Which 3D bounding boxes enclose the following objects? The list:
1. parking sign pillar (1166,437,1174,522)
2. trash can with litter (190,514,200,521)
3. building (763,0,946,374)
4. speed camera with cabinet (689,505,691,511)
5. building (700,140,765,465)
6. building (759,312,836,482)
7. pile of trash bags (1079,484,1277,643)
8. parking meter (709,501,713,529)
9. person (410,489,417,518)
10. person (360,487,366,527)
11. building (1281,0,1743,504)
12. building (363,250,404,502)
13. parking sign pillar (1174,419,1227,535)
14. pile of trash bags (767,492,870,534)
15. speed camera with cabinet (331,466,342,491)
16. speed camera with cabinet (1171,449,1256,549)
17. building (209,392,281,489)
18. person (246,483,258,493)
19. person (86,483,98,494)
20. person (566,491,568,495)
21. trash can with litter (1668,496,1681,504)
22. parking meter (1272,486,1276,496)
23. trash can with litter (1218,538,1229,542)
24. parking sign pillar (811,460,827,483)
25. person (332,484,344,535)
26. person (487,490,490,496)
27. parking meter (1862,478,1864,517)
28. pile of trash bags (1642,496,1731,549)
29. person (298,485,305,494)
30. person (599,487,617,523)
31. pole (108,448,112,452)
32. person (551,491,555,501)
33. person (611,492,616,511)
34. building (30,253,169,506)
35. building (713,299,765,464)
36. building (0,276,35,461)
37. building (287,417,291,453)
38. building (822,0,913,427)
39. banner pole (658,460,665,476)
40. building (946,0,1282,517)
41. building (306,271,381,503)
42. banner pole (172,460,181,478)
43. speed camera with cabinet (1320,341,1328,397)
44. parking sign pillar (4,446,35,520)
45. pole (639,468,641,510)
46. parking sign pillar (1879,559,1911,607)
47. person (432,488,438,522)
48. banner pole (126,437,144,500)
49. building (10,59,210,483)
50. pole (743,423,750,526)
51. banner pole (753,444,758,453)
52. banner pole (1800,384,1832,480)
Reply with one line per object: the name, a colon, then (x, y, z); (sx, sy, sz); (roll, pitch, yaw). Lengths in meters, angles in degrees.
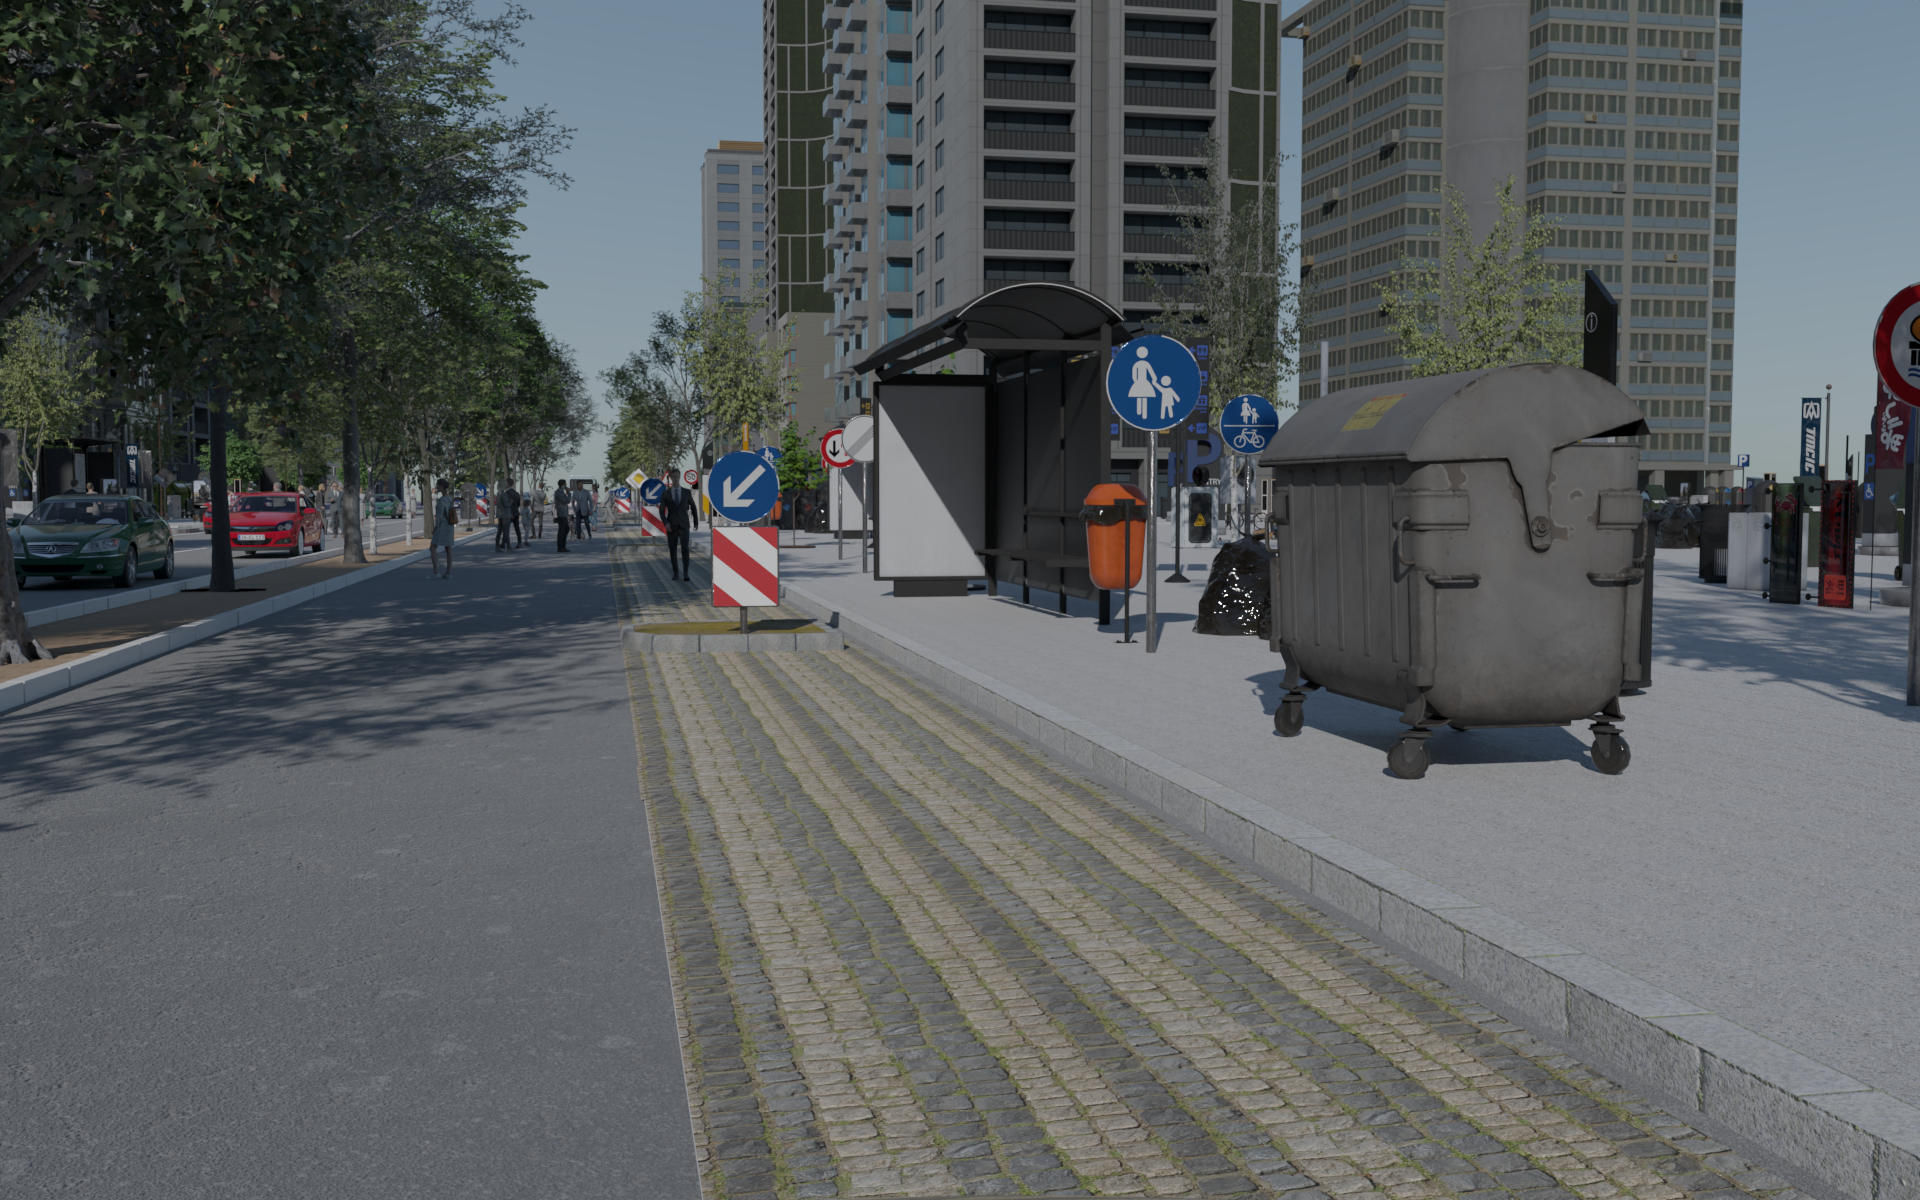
parking sign pillar: (10.338, -5.647, 80.804); (1.447, 3.967, 1.447); (3, 4, 37)
trash can with litter: (-36.757, -4.440, 83.989); (1.055, 1.170, 0.624); (-2, 4, -31)
building: (-14.084, -46.809, 203.576); (20.563, 71.187, 20.611); (-1, 4, -12)
speed camera with cabinet: (-20.185, -8.545, 134.049); (0.660, 3.252, 2.038); (1, 4, 23)
building: (-33.339, -46.093, 295.619); (21.231, 58.520, 28.212); (-1, 4, -12)
building: (-5.807, -20.583, 181.571); (27.650, 21.520, 28.899); (-1, 4, -12)
pile of trash bags: (2.720, -0.354, 15.533); (3.447, 1.369, 1.912); (-1, 4, -16)
parking meter: (-8.972, -3.524, 63.330); (0.399, 1.863, 0.255); (0, 4, 1)
person: (-32.800, -5.811, 104.082); (0.524, 1.755, 0.480); (2, 4, 33)
person: (-25.982, -4.040, 75.119); (0.480, 1.755, 0.524); (-3, 5, -43)
building: (37.559, -25.922, 115.700); (23.993, 40.220, 32.217); (-1, 4, -12)
building: (-100.346, -44.644, 271.930); (21.231, 58.520, 28.212); (-1, 4, -12)
parking sign pillar: (7.659, -4.030, 54.362); (1.447, 3.967, 1.447); (0, 4, -4)
pile of trash bags: (-4.680, -2.873, 56.732); (3.447, 1.369, 1.912); (0, 4, -6)
speed camera with cabinet: (-43.998, -7.873, 123.053); (0.660, 3.252, 2.038); (-3, 5, -44)
speed camera with cabinet: (6.031, -2.861, 41.110); (2.038, 3.252, 0.660); (-2, 4, -25)
building: (-74.074, -31.655, 167.673); (14.600, 45.320, 14.200); (-1, 4, -12)
person: (-30.560, -4.094, 74.793); (0.474, 1.900, 0.648); (3, 5, 40)
person: (-26.896, -2.745, 53.722); (0.374, 1.781, 0.599); (3, 4, 36)
person: (-33.265, -8.466, 146.935); (0.388, 1.821, 0.555); (-1, 4, -23)
trash can with litter: (26.982, -3.377, 66.266); (1.678, 1.210, 2.233); (-3, 5, -40)
parking meter: (10.158, -2.870, 55.338); (0.372, 1.533, 0.369); (0, 3, 0)
trash can with litter: (6.756, -2.240, 47.682); (1.678, 1.210, 2.233); (1, 4, 10)
parking sign pillar: (-9.112, -7.678, 114.004); (1.447, 3.967, 1.447); (-1, 4, -10)
person: (-21.609, -3.153, 60.448); (0.834, 1.777, 0.661); (3, 5, 44)
person: (-39.734, -8.425, 146.648); (0.661, 1.777, 0.834); (-3, 5, -44)
parking meter: (24.914, -2.548, 47.369); (0.255, 1.863, 0.399); (-2, 4, -26)
pile of trash bags: (16.558, -1.923, 41.193); (3.447, 1.369, 1.912); (0, 4, 1)
person: (-27.564, -3.909, 72.635); (0.641, 1.798, 0.478); (-2, 4, -32)
person: (-17.193, -4.642, 84.678); (0.850, 1.792, 0.678); (0, 3, 0)
pole: (-37.846, -5.103, 77.272); (0.158, 3.312, 0.155); (0, 3, 0)
person: (-49.767, -12.491, 212.708); (1.348, 1.826, 0.705); (-3, 4, -36)
person: (-28.797, -8.147, 143.513); (0.589, 1.601, 0.330); (0, 4, -7)
building: (-65.359, -18.454, 120.803); (14.460, 24.649, 34.723); (-1, 4, -12)
building: (-29.379, -29.911, 260.743); (14.160, 30.474, 14.107); (-1, 4, -12)
building: (-59.271, -15.283, 91.673); (13.314, 21.916, 24.055); (-1, 4, -12)
building: (-78.049, -30.495, 182.179); (14.154, 41.232, 14.086); (-1, 4, -12)
building: (1.510, -31.434, 133.553); (23.786, 49.044, 30.456); (-1, 4, -12)
banner pole: (-21.966, -8.369, 126.856); (0.401, 3.779, 0.863); (-1, 4, -18)
building: (8.957, -40.686, 103.471); (20.611, 71.187, 20.563); (-1, 4, -12)
building: (-100.102, -33.875, 245.731); (32.217, 40.220, 23.993); (-1, 4, -12)
banner pole: (-58.050, -8.471, 128.514); (0.401, 3.779, 0.863); (2, 4, 29)
speed camera with cabinet: (4.836, -1.684, 21.862); (0.660, 3.252, 2.038); (0, 4, 7)
parking sign pillar: (-50.609, -6.421, 93.461); (1.447, 3.967, 1.447); (-1, 4, -14)
pole: (-25.338, -8.741, 136.753); (0.158, 3.312, 0.155); (0, 3, 0)
parking sign pillar: (11.387, -1.916, 19.803); (1.447, 3.967, 1.447); (0, 4, 0)
person: (-26.914, -4.873, 88.740); (0.524, 1.755, 0.480); (2, 4, 34)
banner pole: (-35.870, -5.227, 75.476); (0.863, 3.779, 0.401); (-1, 4, -15)
building: (-74.692, -43.456, 148.759); (20.563, 71.187, 20.611); (-1, 4, -12)
pole: (-6.149, -3.426, 49.857); (0.158, 3.312, 0.155); (0, 3, 0)
banner pole: (-10.168, -5.948, 87.265); (0.863, 3.779, 0.401); (-3, 4, -36)
banner pole: (19.557, -3.029, 39.539); (0.863, 3.779, 0.401); (0, 4, -3)
